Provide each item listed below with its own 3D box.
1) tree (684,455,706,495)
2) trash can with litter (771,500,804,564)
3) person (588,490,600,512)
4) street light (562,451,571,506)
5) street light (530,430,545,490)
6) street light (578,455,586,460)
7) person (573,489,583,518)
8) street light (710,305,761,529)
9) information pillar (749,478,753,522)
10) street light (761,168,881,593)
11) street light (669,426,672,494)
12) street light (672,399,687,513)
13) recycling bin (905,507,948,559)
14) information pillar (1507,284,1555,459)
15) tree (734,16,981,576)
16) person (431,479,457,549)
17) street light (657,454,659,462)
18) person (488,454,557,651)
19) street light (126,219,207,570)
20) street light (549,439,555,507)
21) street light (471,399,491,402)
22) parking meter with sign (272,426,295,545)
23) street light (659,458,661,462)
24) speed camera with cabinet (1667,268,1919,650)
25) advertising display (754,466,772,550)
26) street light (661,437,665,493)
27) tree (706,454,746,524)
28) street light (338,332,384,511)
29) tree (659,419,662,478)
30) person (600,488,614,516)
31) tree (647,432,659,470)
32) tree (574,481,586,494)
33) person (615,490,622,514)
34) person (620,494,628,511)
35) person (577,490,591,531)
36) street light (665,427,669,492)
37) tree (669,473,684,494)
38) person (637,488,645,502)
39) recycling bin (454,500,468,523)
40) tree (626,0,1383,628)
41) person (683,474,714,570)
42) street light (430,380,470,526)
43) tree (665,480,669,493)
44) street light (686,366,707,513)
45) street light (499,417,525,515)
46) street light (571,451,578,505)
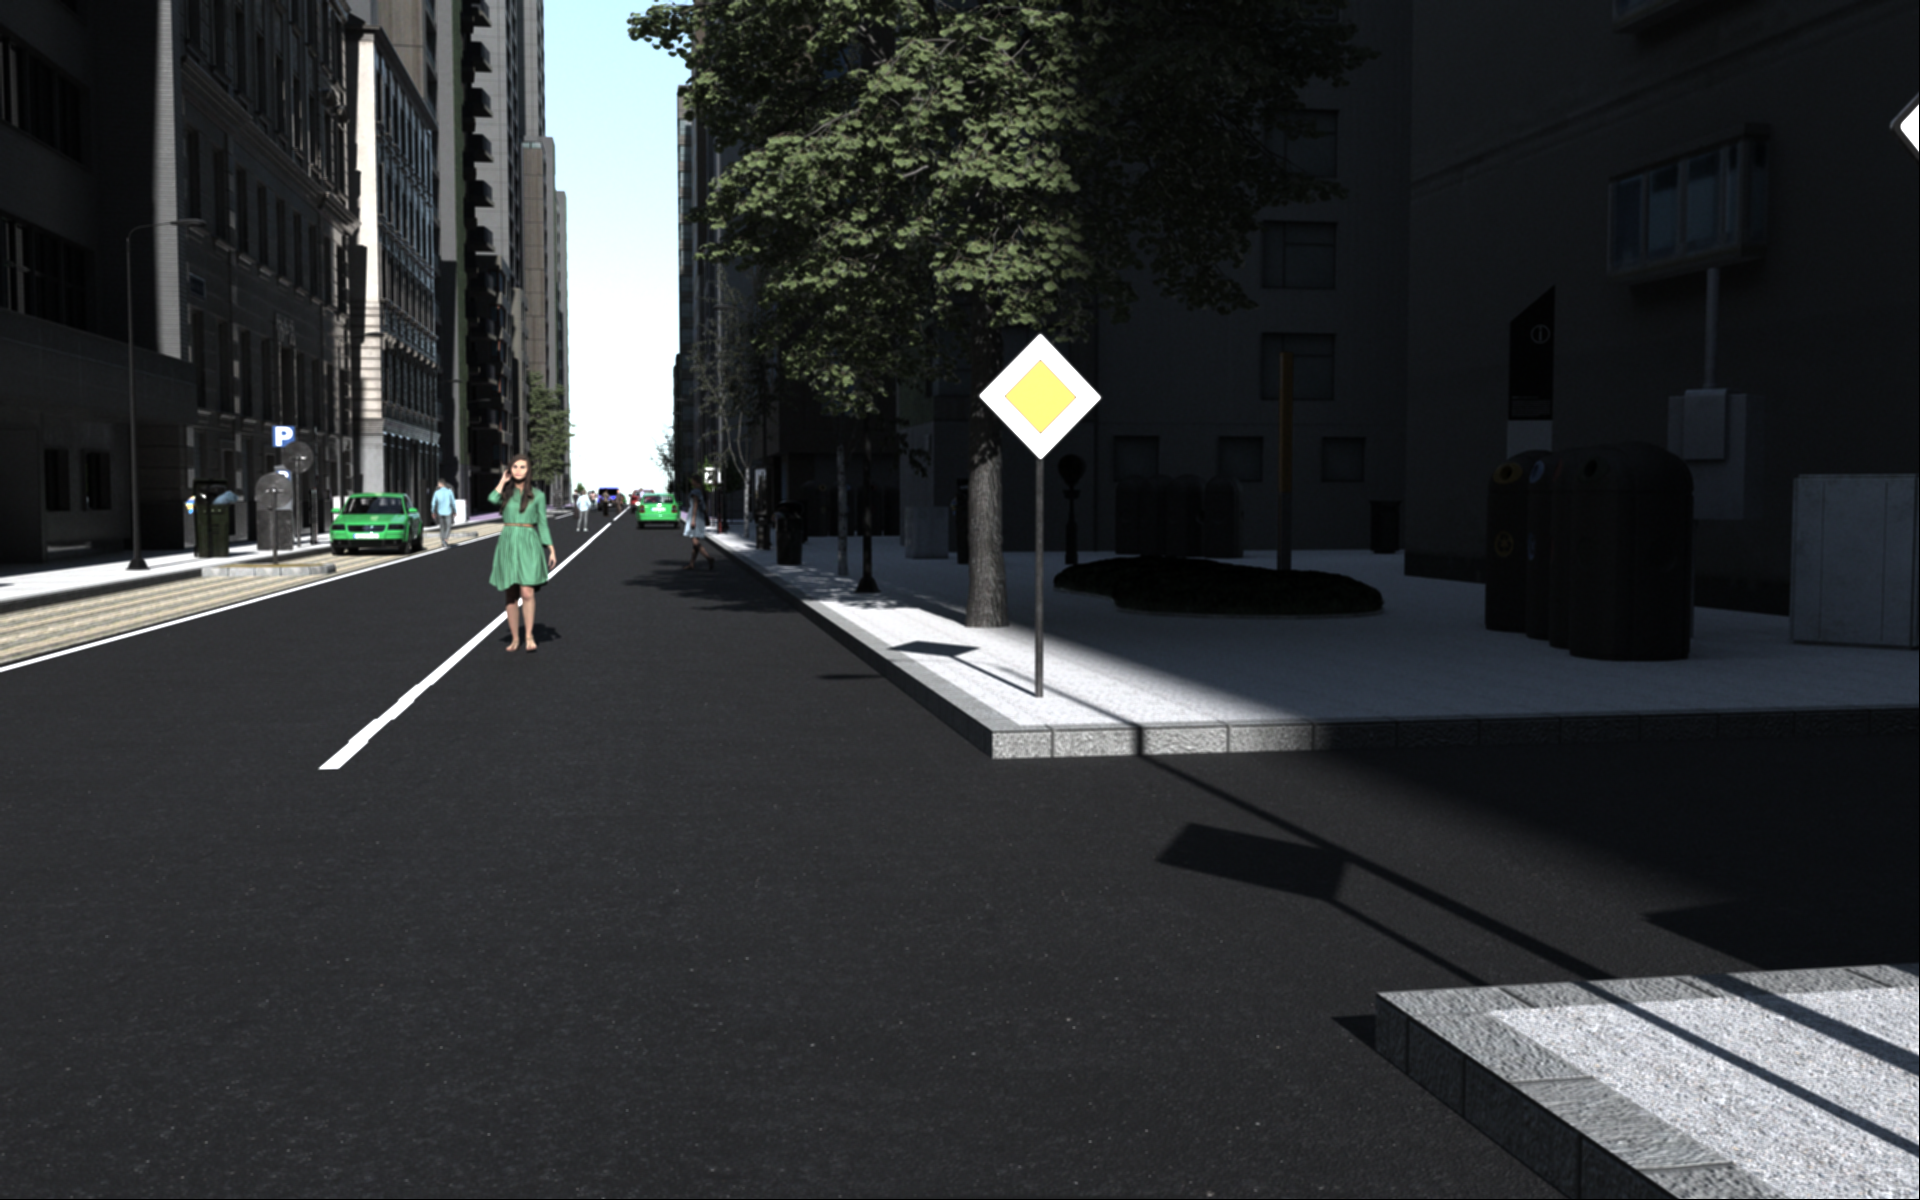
[{"bbox_3d":[-12.780,-5.623,86.534,1.663,3.219,1.824,0,3,0],"label":"tree"},{"bbox_3d":[-3.199,-1.242,31.687,0.624,1.170,1.055,-1,4,-12],"label":"trash can with litter"},{"bbox_3d":[-29.170,-7.863,137.768,1.217,1.736,0.721,-1,4,-17],"label":"person"},{"bbox_3d":[-38.356,-11.831,165.976,1.470,5.913,1.316,-1,4,-10],"label":"street light"},{"bbox_3d":[-30.975,-9.351,125.437,1.470,5.913,1.316,-1,4,-10],"label":"street light"},{"bbox_3d":[-45.854,-14.337,206.952,1.470,5.913,1.316,-1,4,-10],"label":"street light"},{"bbox_3d":[-22.544,-5.694,102.405,0.742,1.727,0.445,0,4,3],"label":"person"},{"bbox_3d":[-5.365,-4.294,42.750,1.470,5.913,1.316,-1,4,-10],"label":"street light"},{"bbox_3d":[-9.655,-4.569,79.194,0.304,2.012,0.304,-1,4,-14],"label":"information pillar"},{"bbox_3d":[-1.742,-3.046,22.344,1.470,5.913,1.316,-1,4,-10],"label":"street light"},{"bbox_3d":[-15.685,-7.716,98.703,1.470,5.913,1.316,-1,4,-10],"label":"street light"},{"bbox_3d":[-13.164,-6.862,84.736,1.470,5.913,1.316,-1,4,-10],"label":"street light"},{"bbox_3d":[-0.666,-1.348,34.597,0.722,1.027,0.722,-1,4,-17],"label":"recycling bin"},{"bbox_3d":[6.416,-1.719,19.468,0.504,3.616,0.183,1,4,9],"label":"information pillar"},{"bbox_3d":[-1.658,-4.678,26.852,4.360,8.622,3.978,0,3,0],"label":"tree"},{"bbox_3d":[-13.658,-2.286,45.732,0.638,1.841,0.748,0,4,4],"label":"person"},{"bbox_3d":[-30.586,-12.713,180.397,1.470,5.913,1.316,-1,4,-10],"label":"street light"},{"bbox_3d":[-3.995,-0.430,15.780,0.600,1.795,0.529,-1,4,-18],"label":"person"},{"bbox_3d":[-13.423,-3.472,29.312,1.470,5.913,1.316,-1,4,-10],"label":"street light"},{"bbox_3d":[-34.757,-10.598,145.814,1.470,5.913,1.316,-1,4,-10],"label":"street light"},{"bbox_3d":[-23.610,-6.857,84.646,1.470,5.913,1.316,-1,4,-10],"label":"street light"},{"bbox_3d":[-16.990,-2.887,43.471,0.543,3.016,1.738,-1,4,-18],"label":"parking meter with sign"},{"bbox_3d":[-26.765,-11.458,159.883,1.470,5.913,1.316,-1,4,-10],"label":"street light"},{"bbox_3d":[7.241,-1.261,14.958,2.038,3.252,0.660,3,5,41],"label":"speed camera with cabinet"},{"bbox_3d":[-4.558,-2.131,40.057,0.123,1.923,0.974,-2,4,-24],"label":"advertising display"},{"bbox_3d":[-23.108,-10.211,139.483,1.470,5.913,1.316,-1,4,-10],"label":"street light"},{"bbox_3d":[-9.991,-4.899,74.704,1.663,3.219,1.824,0,3,0],"label":"tree"},{"bbox_3d":[-17.215,-4.722,49.742,1.470,5.913,1.316,-1,4,-10],"label":"street light"},{"bbox_3d":[-6.223,-6.127,50.540,4.360,8.622,3.978,0,3,0],"label":"tree"},{"bbox_3d":[-22.771,-6.298,111.476,1.348,1.823,0.705,3,5,41],"label":"person"},{"bbox_3d":[-27.823,-13.265,167.245,4.360,8.622,3.978,0,3,0],"label":"tree"},{"bbox_3d":[-52.704,-15.000,239.844,1.663,3.219,1.824,0,3,0],"label":"tree"},{"bbox_3d":[-25.024,-7.198,126.736,0.434,1.755,0.990,-3,4,-39],"label":"person"},{"bbox_3d":[-28.142,-8.088,143.996,1.065,1.426,0.557,0,4,-3],"label":"person"},{"bbox_3d":[-14.677,-3.504,67.593,0.589,1.601,0.330,1,4,8],"label":"person"},{"bbox_3d":[-19.328,-8.964,119.105,1.470,5.913,1.316,-1,4,-10],"label":"street light"},{"bbox_3d":[-21.742,-8.732,137.377,1.663,3.219,1.824,0,3,0],"label":"tree"},{"bbox_3d":[-21.647,-6.660,117.261,0.599,1.838,0.709,1,4,12],"label":"person"},{"bbox_3d":[-22.437,-3.968,77.437,0.722,1.027,0.722,-1,4,-9],"label":"recycling bin"},{"bbox_3d":[0.554,-5.995,16.143,7.486,12.596,7.792,0,3,0],"label":"tree"},{"bbox_3d":[-4.918,-1.478,32.762,0.778,1.811,0.616,2,4,31],"label":"person"},{"bbox_3d":[-20.873,-5.978,70.277,1.470,5.913,1.316,-1,4,-10],"label":"street light"},{"bbox_3d":[-31.987,-12.055,191.705,1.663,3.219,1.824,0,3,0],"label":"tree"},{"bbox_3d":[-9.125,-5.541,63.131,1.470,5.913,1.316,-1,4,-10],"label":"street light"},{"bbox_3d":[-27.302,-8.104,105.040,1.470,5.913,1.316,-1,4,-10],"label":"street light"},{"bbox_3d":[-42.165,-13.084,186.457,1.470,5.913,1.316,-1,4,-10],"label":"street light"}]
